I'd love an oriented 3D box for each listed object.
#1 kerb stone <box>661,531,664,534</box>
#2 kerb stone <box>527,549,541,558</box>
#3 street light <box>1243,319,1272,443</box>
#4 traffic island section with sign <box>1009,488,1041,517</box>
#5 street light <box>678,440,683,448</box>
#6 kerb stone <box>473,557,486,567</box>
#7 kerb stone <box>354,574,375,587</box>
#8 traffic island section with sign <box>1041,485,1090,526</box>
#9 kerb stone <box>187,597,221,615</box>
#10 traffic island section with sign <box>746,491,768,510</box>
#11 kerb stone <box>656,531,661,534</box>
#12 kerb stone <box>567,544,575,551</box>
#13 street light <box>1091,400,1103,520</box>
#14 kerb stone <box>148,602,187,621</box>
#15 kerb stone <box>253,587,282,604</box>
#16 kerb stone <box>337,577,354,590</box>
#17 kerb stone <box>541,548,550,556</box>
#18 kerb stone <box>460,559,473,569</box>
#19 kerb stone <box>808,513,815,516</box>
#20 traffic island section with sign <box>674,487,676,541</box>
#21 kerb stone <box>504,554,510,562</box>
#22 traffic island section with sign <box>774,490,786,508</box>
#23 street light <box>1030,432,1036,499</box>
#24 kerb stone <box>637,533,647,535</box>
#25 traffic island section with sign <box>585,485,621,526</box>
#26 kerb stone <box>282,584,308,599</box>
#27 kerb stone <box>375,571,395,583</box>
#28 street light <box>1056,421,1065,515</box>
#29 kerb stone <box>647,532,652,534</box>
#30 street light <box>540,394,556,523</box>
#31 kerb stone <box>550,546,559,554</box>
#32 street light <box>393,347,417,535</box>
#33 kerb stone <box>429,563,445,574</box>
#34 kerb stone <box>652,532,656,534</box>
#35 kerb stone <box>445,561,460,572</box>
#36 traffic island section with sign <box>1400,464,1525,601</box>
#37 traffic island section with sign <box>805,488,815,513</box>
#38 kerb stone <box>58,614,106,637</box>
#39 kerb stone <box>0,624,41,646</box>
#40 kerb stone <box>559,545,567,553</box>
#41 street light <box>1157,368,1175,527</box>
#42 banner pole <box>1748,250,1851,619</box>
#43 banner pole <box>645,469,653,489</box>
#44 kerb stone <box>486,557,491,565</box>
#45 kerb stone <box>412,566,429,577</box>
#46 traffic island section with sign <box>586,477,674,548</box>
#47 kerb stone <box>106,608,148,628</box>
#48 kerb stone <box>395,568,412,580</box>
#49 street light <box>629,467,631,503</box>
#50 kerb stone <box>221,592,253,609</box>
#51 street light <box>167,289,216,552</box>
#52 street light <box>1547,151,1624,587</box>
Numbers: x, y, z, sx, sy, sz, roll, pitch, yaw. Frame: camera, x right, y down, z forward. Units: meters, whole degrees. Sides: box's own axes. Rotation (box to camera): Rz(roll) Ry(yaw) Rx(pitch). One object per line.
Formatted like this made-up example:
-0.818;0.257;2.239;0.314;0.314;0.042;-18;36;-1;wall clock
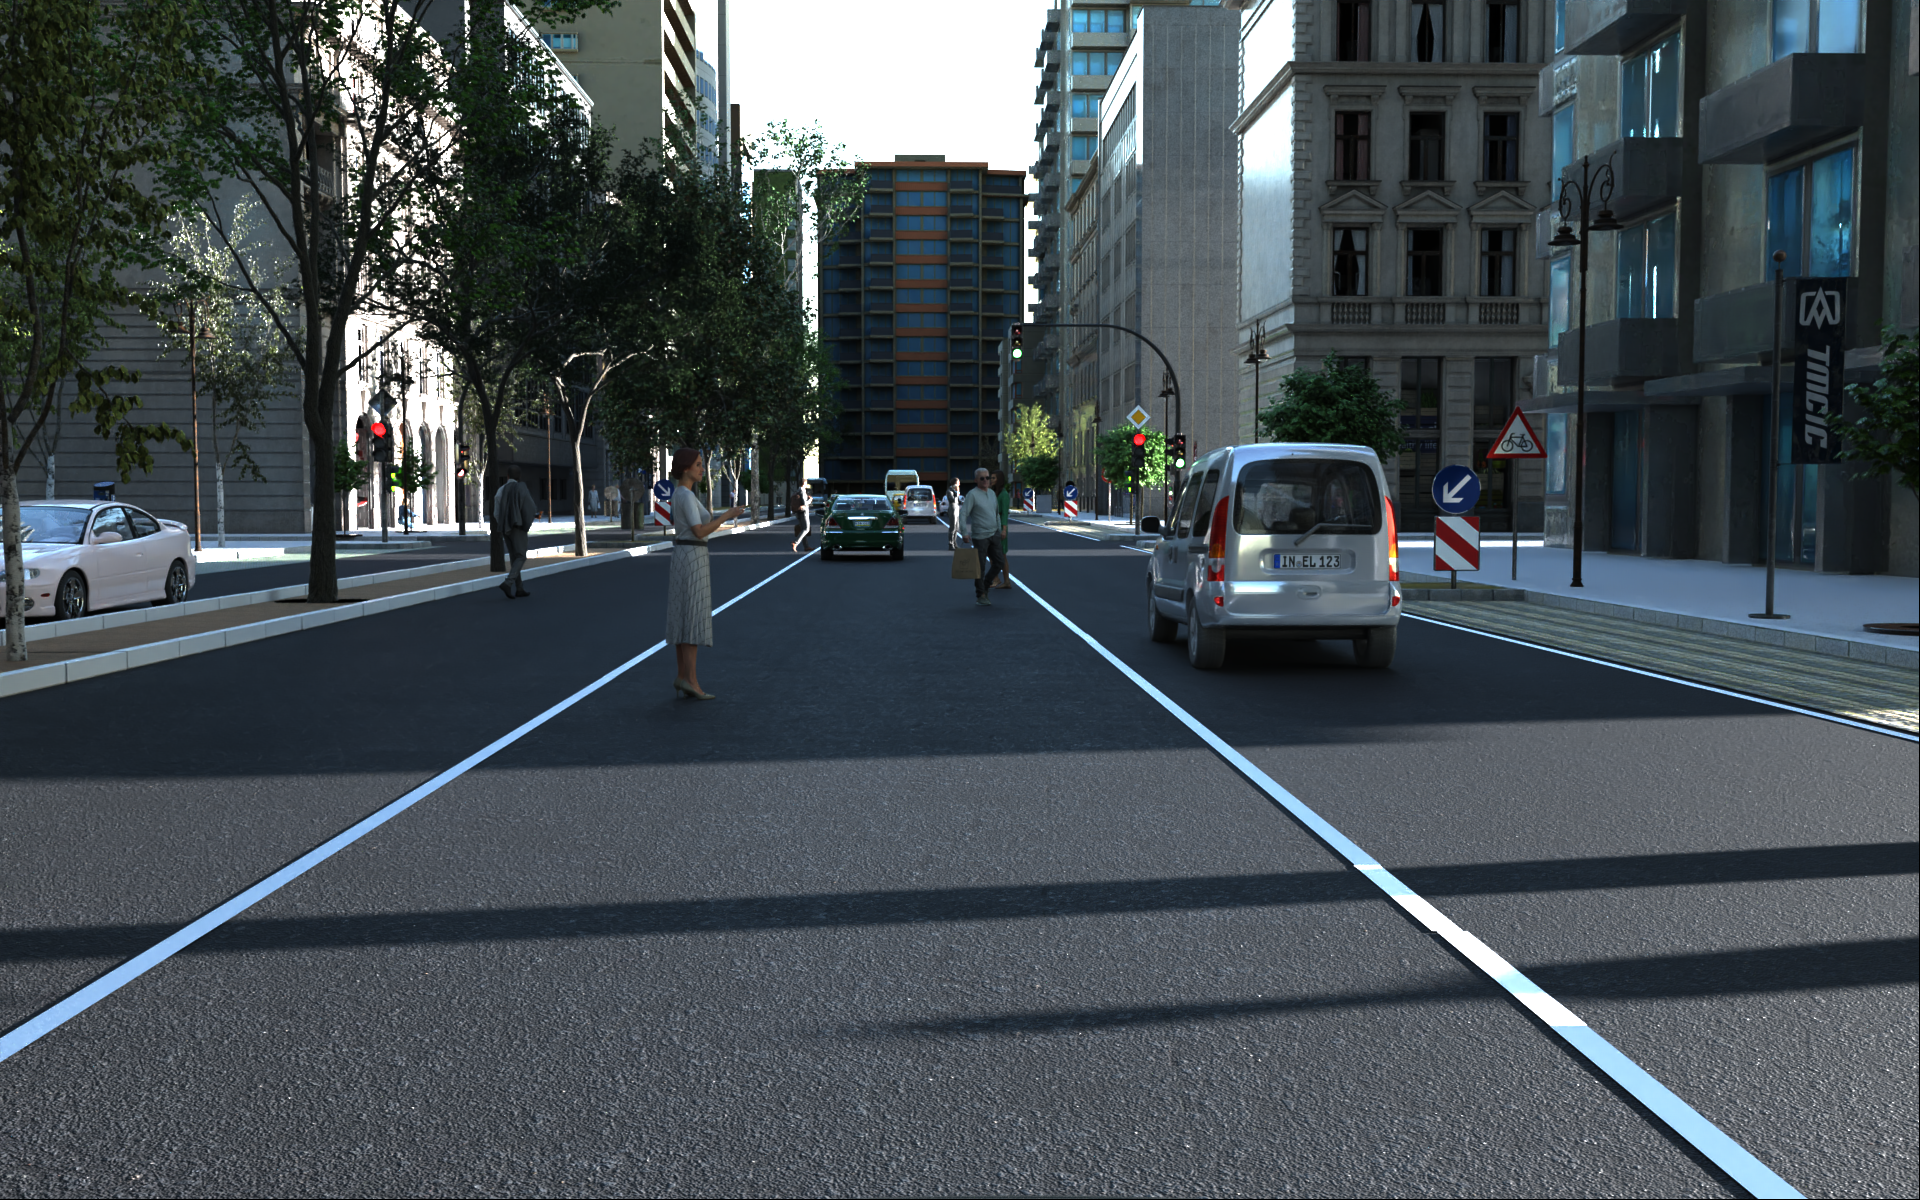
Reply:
-10.311;-2.266;59.237;0.120;0.150;1.000;0;4;-2;kerb stone
-9.724;-1.039;39.223;0.120;0.150;1.000;0;4;-2;kerb stone
7.866;-4.474;45.932;0.468;5.910;1.993;0;4;-2;street light
4.055;-6.023;107.108;1.989;1.847;2.006;0;4;-2;traffic island section with sign
-19.524;-9.070;121.076;0.468;5.910;1.993;0;4;-2;street light
-9.565;-0.726;34.112;0.120;0.150;1.000;0;4;-2;kerb stone
-9.355;-0.291;26.949;0.120;0.150;1.000;0;4;-2;kerb stone
4.880;-4.314;79.157;1.989;1.847;2.006;0;4;-2;traffic island section with sign
-9.168;0.084;20.815;0.120;0.150;1.000;0;4;-2;kerb stone
-18.229;-9.012;155.976;1.989;1.847;2.006;0;4;-2;traffic island section with sign
-10.283;-2.203;58.213;0.120;0.150;1.000;0;4;-2;kerb stone
-9.833;-1.288;43.319;0.120;0.150;1.000;0;4;-2;kerb stone
6.724;-6.865;85.023;0.468;5.910;1.993;0;4;-2;street light
-9.138;0.152;19.794;0.120;0.150;1.000;0;4;-2;kerb stone
-9.225;-0.038;22.859;0.120;0.150;1.000;0;4;-2;kerb stone
-9.324;-0.228;25.923;0.120;0.150;1.000;0;4;-2;kerb stone
-9.752;-1.104;40.245;0.120;0.150;1.000;0;4;-2;kerb stone
-9.536;-0.665;33.091;0.120;0.150;1.000;0;4;-2;kerb stone
-9.890;-5.718;115.689;0.120;0.150;1.000;0;4;-2;kerb stone
-9.086;-2.792;53.793;2.006;1.907;1.989;0;4;-2;traffic island section with sign
-9.623;-0.854;36.158;0.120;0.150;1.000;0;4;-2;kerb stone
-19.028;-10.660;182.920;1.989;1.847;2.006;0;4;-2;traffic island section with sign
5.418;-9.571;129.278;0.468;5.910;1.993;0;4;-2;street light
-10.194;-2.015;55.144;0.120;0.150;1.000;0;4;-2;kerb stone
-15.934;-4.303;78.978;1.989;1.847;2.006;0;4;-2;traffic island section with sign
-9.264;-0.103;23.880;0.120;0.150;1.000;0;4;-2;kerb stone
-9.376;-0.353;27.973;0.120;0.150;1.000;0;4;-2;kerb stone
6.168;-8.218;107.153;0.468;5.910;1.993;0;4;-2;street light
-10.222;-2.072;56.169;0.120;0.150;1.000;0;4;-2;kerb stone
-18.232;-6.363;76.821;0.468;5.910;1.993;0;4;-2;street light
-9.771;-1.167;41.274;0.120;0.150;1.000;0;4;-2;kerb stone
-17.544;-5.010;54.695;0.468;5.910;1.993;0;4;-2;street light
-9.473;-0.541;31.043;0.120;0.150;1.000;0;4;-2;kerb stone
-10.250;-2.140;57.190;0.120;0.150;1.000;0;4;-2;kerb stone
-9.502;-0.603;32.069;0.120;0.150;1.000;0;4;-2;kerb stone
6.535;-0.942;24.028;1.989;1.847;2.006;0;4;-2;traffic island section with sign
-11.334;-7.386;128.898;2.006;1.907;1.989;0;4;-2;traffic island section with sign
-9.078;0.276;17.750;0.120;0.150;1.000;0;4;-2;kerb stone
-9.044;0.337;16.727;0.120;0.150;1.000;0;4;-2;kerb stone
-9.808;-1.229;42.297;0.120;0.150;1.000;0;4;-2;kerb stone
7.421;-5.472;62.248;0.468;5.910;1.993;0;4;-2;street light
8.605;-1.697;17.755;0.863;3.779;0.401;2;4;25;banner pole
-19.007;-7.071;105.628;0.863;3.779;0.401;2;4;32;banner pole
-9.599;-0.790;35.134;0.120;0.150;1.000;0;4;-2;kerb stone
-9.442;-0.472;30.021;0.120;0.150;1.000;0;4;-2;kerb stone
-8.875;-2.340;46.389;2.006;1.907;1.989;0;4;-2;traffic island section with sign
-9.108;0.209;18.772;0.120;0.150;1.000;0;4;-2;kerb stone
-9.418;-0.416;28.994;0.120;0.150;1.000;0;4;-2;kerb stone
-18.844;-7.716;98.950;0.468;5.910;1.993;0;4;-2;street light
-9.195;0.022;21.837;0.120;0.150;1.000;0;4;-2;kerb stone
-17.047;-4.024;38.574;0.468;5.910;1.993;0;4;-2;street light
8.542;-3.120;23.805;0.468;5.910;1.993;0;4;-2;street light
